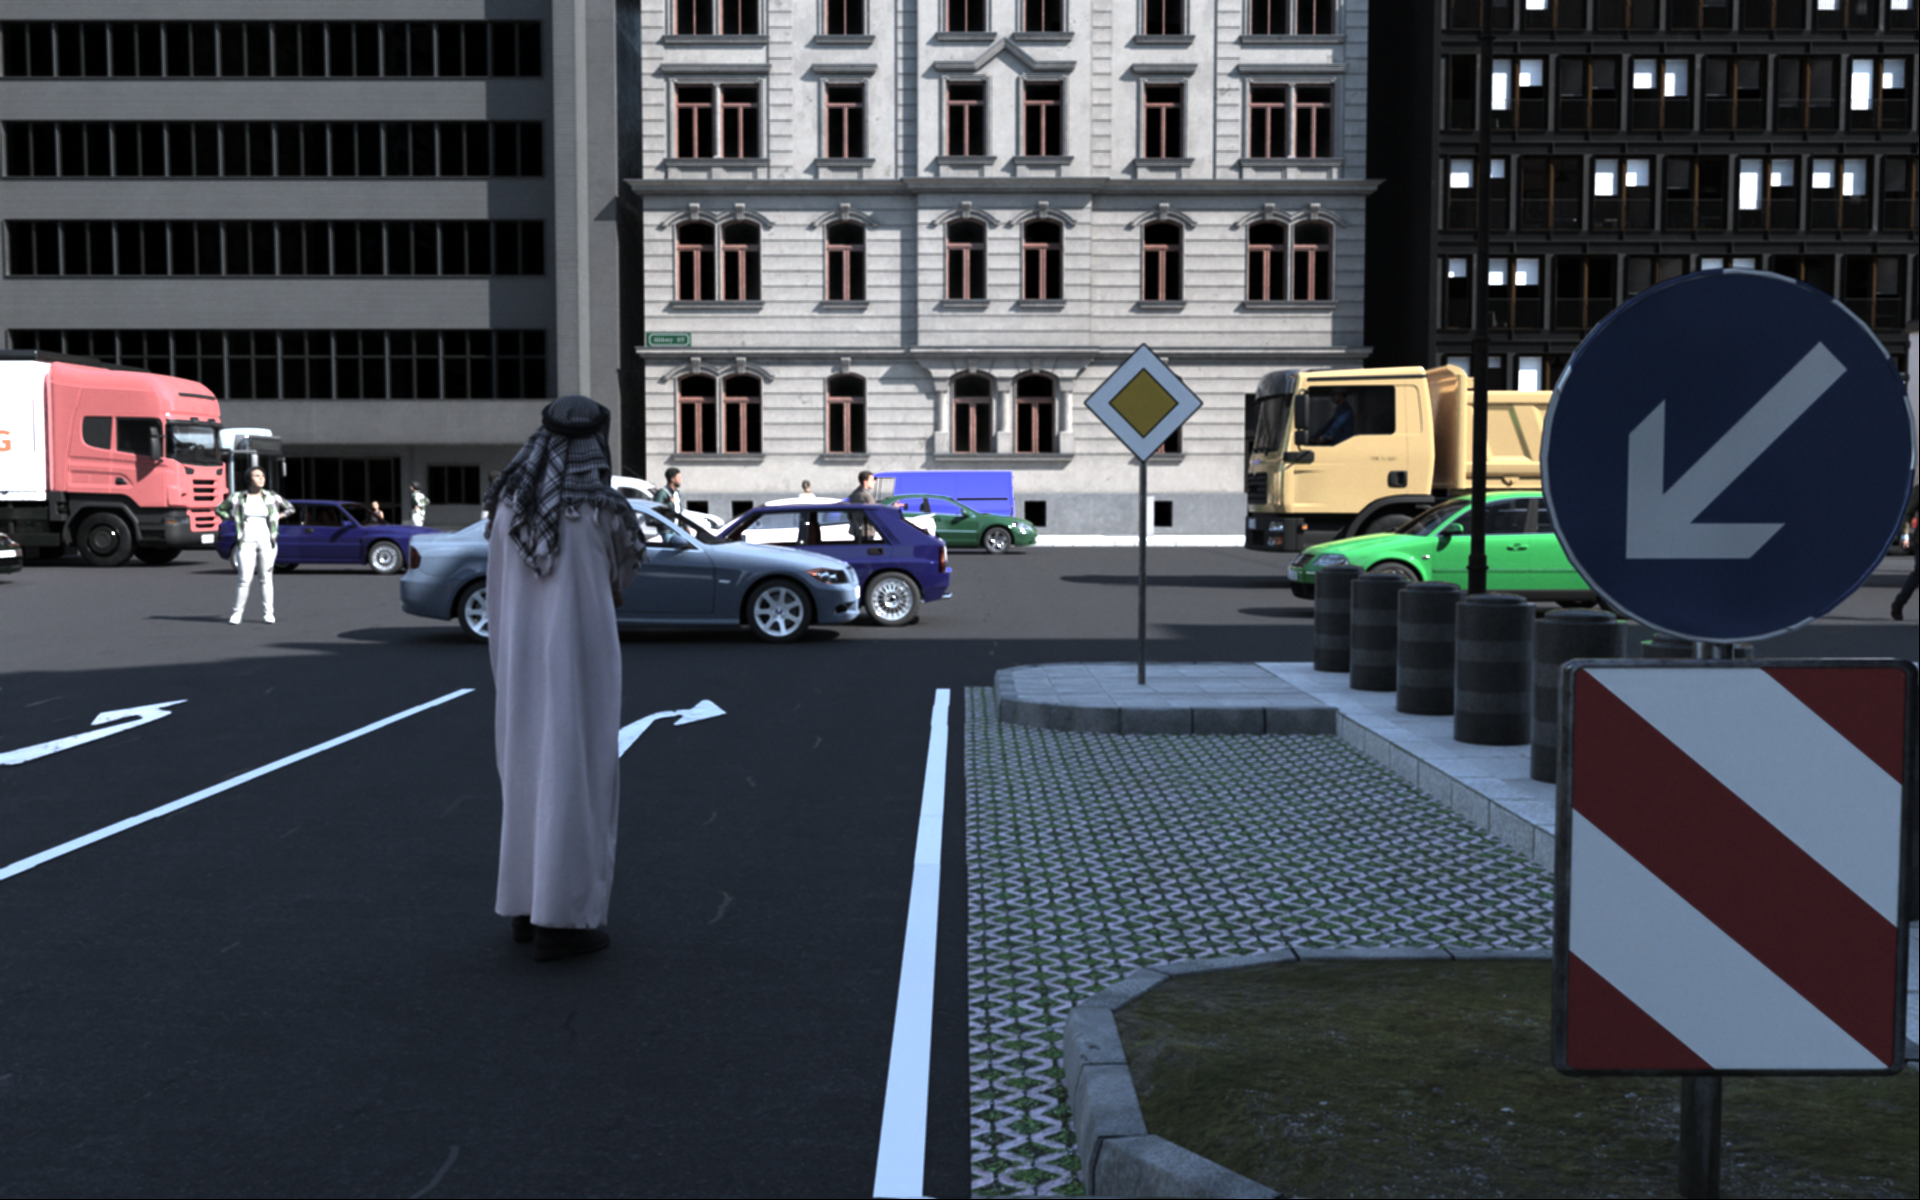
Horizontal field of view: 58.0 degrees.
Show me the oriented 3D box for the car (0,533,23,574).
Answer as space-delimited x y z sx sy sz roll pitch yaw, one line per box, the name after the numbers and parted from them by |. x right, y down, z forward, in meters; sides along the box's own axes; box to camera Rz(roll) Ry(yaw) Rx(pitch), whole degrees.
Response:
-17.205 -1.080 27.441 4.222 1.686 2.009 0 4 -1 | car

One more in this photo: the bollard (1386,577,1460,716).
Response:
2.781 0.276 10.201 0.404 0.777 0.398 0 3 0 | bollard

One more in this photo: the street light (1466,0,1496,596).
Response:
3.225 -2.316 10.663 0.468 5.910 1.993 0 3 0 | street light

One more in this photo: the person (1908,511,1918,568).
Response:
17.807 -1.430 31.974 0.767 1.812 0.694 -2 4 -27 | person

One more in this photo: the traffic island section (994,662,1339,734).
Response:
1.247 0.647 11.708 2.009 0.180 2.903 0 3 0 | traffic island section

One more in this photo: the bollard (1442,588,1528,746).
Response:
2.777 0.350 8.997 0.404 0.777 0.398 0 3 0 | bollard

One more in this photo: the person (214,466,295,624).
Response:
-7.815 -0.611 19.221 0.841 1.734 0.376 -1 4 -22 | person

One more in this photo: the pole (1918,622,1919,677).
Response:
3.262 -0.723 5.659 0.158 3.312 0.155 0 3 0 | pole

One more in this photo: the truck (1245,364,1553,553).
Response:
8.641 -1.912 27.193 9.791 3.379 3.469 0 4 -1 | truck

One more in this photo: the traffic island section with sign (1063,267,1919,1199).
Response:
1.251 0.293 3.839 1.989 1.847 2.006 0 3 0 | traffic island section with sign

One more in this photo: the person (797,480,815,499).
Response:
-3.206 -1.674 36.627 0.760 1.731 0.466 1 4 23 | person

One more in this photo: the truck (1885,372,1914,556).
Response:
19.563 -3.184 40.974 11.283 4.237 2.839 0 4 -1 | truck

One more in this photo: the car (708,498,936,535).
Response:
-2.755 -0.923 27.452 4.827 1.381 2.083 0 4 1 | car

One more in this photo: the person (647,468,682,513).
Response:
-4.280 -1.063 25.863 0.713 1.824 0.794 3 4 36 | person

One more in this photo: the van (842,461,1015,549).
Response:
-1.092 -2.568 46.367 5.245 2.365 2.240 0 4 2 | van

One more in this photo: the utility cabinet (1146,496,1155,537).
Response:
5.644 -2.485 51.794 0.306 1.237 1.020 0 4 4 | utility cabinet

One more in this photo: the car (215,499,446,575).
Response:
-11.351 -1.159 31.534 3.894 1.354 1.945 0 4 2 | car

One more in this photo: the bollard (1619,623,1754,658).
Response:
2.778 0.499 6.558 0.404 0.777 0.398 0 3 0 | bollard

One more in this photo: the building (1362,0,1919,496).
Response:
21.839 -13.920 57.266 15.834 23.373 12.332 0 3 0 | building

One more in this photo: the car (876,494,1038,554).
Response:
-0.569 -1.843 41.931 4.920 1.459 2.131 0 4 -1 | car

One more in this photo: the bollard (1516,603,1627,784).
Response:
2.776 0.425 7.774 0.404 0.777 0.398 0 3 0 | bollard

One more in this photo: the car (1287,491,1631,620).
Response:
6.280 -0.719 20.550 4.718 1.807 1.959 0 4 -1 | car

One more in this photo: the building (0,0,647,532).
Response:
-25.452 -14.634 58.331 30.058 24.678 14.314 0 3 0 | building

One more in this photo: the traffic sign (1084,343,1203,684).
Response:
1.224 -0.489 11.631 0.795 2.450 0.064 0 3 0 | traffic sign

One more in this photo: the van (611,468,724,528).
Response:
-7.075 -1.859 37.412 4.112 2.044 2.013 0 4 1 | van

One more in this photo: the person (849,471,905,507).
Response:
-1.203 -0.956 24.669 0.750 1.759 0.617 -1 4 -15 | person

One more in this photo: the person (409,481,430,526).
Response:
-12.894 -1.957 41.215 0.376 1.734 0.841 0 4 6 | person

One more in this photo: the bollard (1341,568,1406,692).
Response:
2.778 0.202 11.416 0.404 0.777 0.398 0 3 0 | bollard

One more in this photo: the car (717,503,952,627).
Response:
-2.035 -0.422 19.478 3.894 1.354 1.945 0 4 0 | car

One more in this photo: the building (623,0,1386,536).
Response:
1.354 -16.593 58.679 23.554 28.519 14.401 0 3 0 | building

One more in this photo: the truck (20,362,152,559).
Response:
-23.751 -2.989 37.788 11.283 4.237 2.839 0 4 0 | truck

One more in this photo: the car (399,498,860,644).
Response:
-3.251 -0.328 17.367 4.499 1.417 2.014 0 4 -2 | car

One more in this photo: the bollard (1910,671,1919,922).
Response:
2.779 0.572 5.357 0.404 0.777 0.398 0 3 0 | bollard

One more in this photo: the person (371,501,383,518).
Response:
-14.393 -1.808 42.726 0.362 1.253 0.373 1 4 21 | person

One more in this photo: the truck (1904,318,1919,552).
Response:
20.867 -2.329 26.999 11.283 4.237 2.839 0 4 -2 | truck

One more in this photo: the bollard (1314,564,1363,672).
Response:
2.785 0.128 12.618 0.404 0.777 0.398 0 3 0 | bollard

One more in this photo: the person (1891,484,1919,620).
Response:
10.864 -0.674 19.426 0.656 1.842 0.836 -2 4 -32 | person

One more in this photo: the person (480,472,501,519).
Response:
-7.514 -1.163 27.790 0.850 1.792 0.678 -1 4 -12 | person

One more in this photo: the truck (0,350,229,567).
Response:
-20.090 -2.812 34.883 11.283 4.237 2.839 0 4 1 | truck

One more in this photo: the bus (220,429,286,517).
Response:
-23.721 -3.076 45.147 13.247 3.499 2.948 0 4 -1 | bus

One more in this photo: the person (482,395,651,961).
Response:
-1.240 0.227 5.456 0.551 1.740 0.621 0 4 -2 | person
